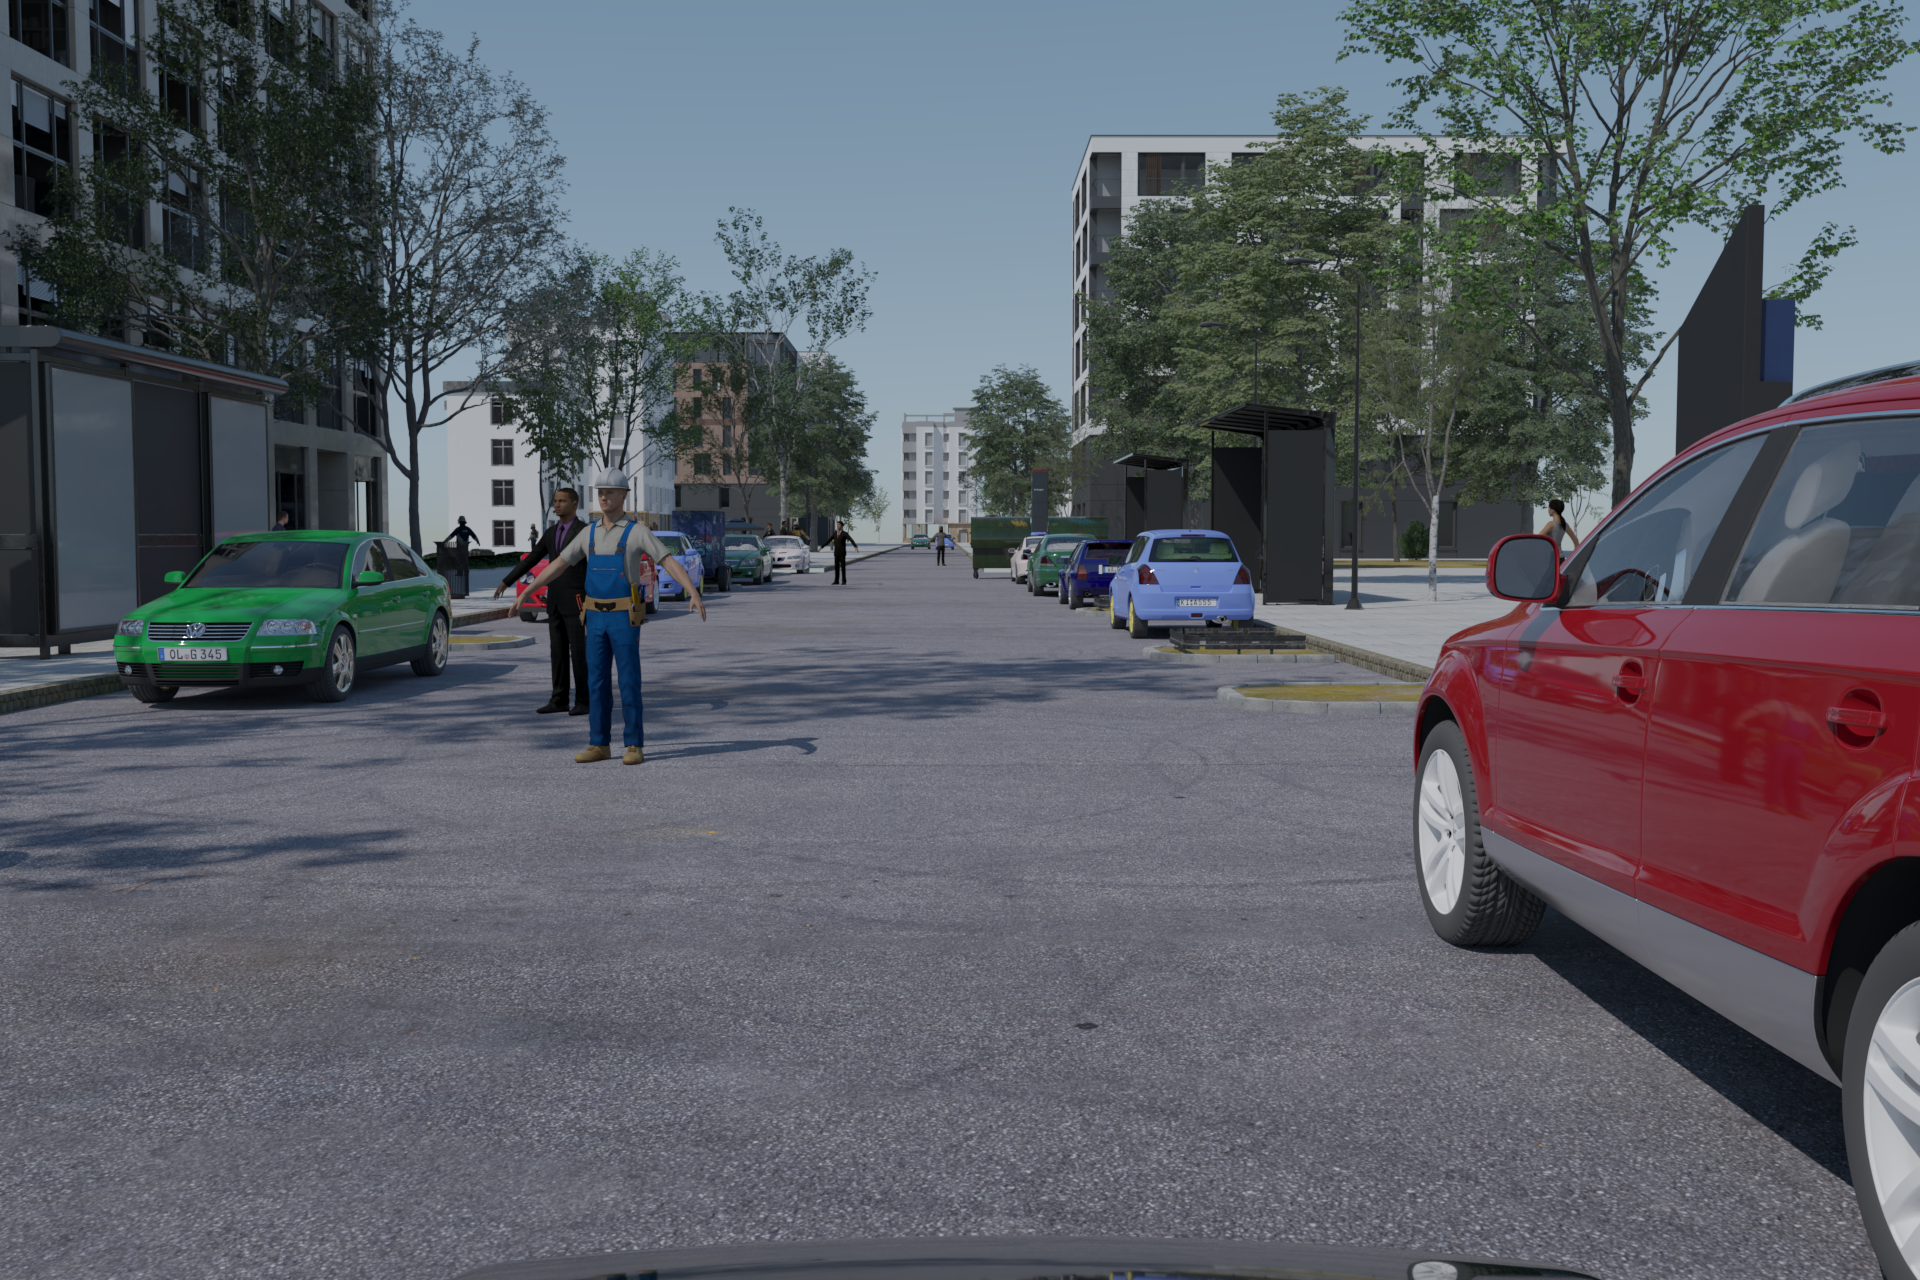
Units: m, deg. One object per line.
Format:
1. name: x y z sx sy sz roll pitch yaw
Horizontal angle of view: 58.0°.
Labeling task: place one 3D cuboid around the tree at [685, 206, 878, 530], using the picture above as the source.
1. tree: -11.981 -15.104 102.837 12.611 20.169 13.585 0 3 0

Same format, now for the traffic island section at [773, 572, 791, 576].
1. traffic island section: -6.914 -2.291 60.317 1.991 0.108 1.994 0 3 0

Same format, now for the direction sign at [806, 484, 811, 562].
1. direction sign: -6.933 -5.300 78.647 0.379 3.537 0.876 0 3 0

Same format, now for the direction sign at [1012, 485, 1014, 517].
1. direction sign: 2.483 -5.453 81.151 0.379 3.537 0.876 0 4 -2

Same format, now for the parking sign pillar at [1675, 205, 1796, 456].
1. parking sign pillar: 6.635 -1.618 14.919 1.447 3.967 1.447 0 4 0

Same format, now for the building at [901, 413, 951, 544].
1. building: -8.465 -24.598 261.058 11.380 20.090 16.016 0 4 -8

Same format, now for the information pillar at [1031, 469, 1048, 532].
1. information pillar: 3.191 -4.891 69.353 0.750 3.857 0.750 0 4 -1

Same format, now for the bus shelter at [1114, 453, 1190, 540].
1. bus shelter: 5.864 -3.794 53.319 1.731 3.624 6.357 0 3 0

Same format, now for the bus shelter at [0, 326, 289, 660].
1. bus shelter: -10.095 -2.526 18.929 2.179 5.291 8.768 0 4 0

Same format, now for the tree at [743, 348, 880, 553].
1. tree: -10.178 -13.063 120.242 9.857 13.997 8.962 0 3 0

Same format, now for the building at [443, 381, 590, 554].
1. building: -27.797 -10.209 109.068 9.099 9.664 28.070 0 4 -1

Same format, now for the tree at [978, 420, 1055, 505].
1. tree: 5.181 -14.057 155.593 9.928 11.665 9.643 0 3 0

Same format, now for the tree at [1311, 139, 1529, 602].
1. tree: 9.008 -5.025 32.518 4.360 8.622 3.978 0 3 0

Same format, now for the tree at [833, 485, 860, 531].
1. tree: -11.086 -12.979 162.573 4.737 8.622 4.395 0 3 0

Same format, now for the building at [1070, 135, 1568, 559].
1. building: 20.551 -15.986 105.343 27.936 21.610 32.646 0 4 0

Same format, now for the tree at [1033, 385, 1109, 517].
1. tree: 5.317 -8.276 85.677 4.360 8.622 3.978 0 3 0

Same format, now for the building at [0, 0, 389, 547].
1. building: -30.637 -14.896 46.752 19.351 26.588 34.151 0 4 -1

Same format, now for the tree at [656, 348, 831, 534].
1. tree: -10.595 -9.298 86.434 8.767 10.594 7.601 -2 4 -26

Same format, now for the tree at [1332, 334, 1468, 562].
1. tree: 19.526 -8.811 78.470 7.601 10.594 8.767 1 4 16

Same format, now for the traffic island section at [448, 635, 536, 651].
1. traffic island section: -6.548 0.043 22.170 1.991 0.108 1.994 0 4 0

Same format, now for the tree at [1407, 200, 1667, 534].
1. tree: 21.652 -9.753 66.115 9.857 13.997 8.962 0 3 0

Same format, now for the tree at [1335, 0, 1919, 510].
1. tree: 8.812 -5.952 23.064 9.928 11.665 9.643 0 3 0

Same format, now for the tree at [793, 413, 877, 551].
1. tree: -10.197 -12.224 134.281 8.767 10.594 7.601 3 4 37

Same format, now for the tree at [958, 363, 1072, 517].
1. tree: 4.743 -13.569 128.511 9.857 13.997 8.962 0 3 0

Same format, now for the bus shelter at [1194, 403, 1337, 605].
1. bus shelter: 5.923 -2.623 34.163 1.731 3.624 6.357 0 4 -1

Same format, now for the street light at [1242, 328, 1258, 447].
1. street light: 7.026 -4.007 38.050 1.470 5.913 1.316 0 4 0

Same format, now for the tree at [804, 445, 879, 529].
1. tree: -10.674 -13.447 154.267 7.601 10.594 8.767 3 5 42

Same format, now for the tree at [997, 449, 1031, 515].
1. tree: 4.802 -11.714 141.878 4.360 8.622 3.978 0 3 0

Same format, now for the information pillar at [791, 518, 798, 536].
1. information pillar: -7.378 -4.445 77.171 0.304 2.012 0.304 0 4 1

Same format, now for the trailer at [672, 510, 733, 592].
1. trailer: -6.485 -2.174 42.592 1.471 1.999 3.904 0 4 -1

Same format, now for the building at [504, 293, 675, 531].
1. building: -29.472 -17.132 136.523 16.016 20.090 11.380 0 4 -1

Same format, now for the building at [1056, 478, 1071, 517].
1. building: 18.266 -17.713 231.759 9.099 9.664 28.070 0 4 -1

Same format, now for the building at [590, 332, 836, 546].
1. building: -28.645 -21.246 191.344 27.936 21.610 32.646 0 4 -1

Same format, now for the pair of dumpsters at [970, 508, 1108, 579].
1. pair of dumpsters: 2.528 -3.099 55.626 4.436 2.255 1.574 0 3 0

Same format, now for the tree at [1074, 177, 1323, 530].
1. tree: 8.584 -9.517 62.262 9.857 13.997 8.962 0 3 0

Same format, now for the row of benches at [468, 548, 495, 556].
1. row of benches: -20.567 -3.603 74.369 1.422 0.672 4.104 -1 4 -22

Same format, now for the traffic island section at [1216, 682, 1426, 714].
1. traffic island section: 3.235 0.494 14.783 1.991 0.108 1.994 0 4 0

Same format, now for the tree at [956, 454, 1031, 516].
1. tree: 4.109 -14.412 170.048 8.767 10.594 7.601 -1 4 -23

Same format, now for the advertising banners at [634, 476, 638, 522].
1. advertising banners: -9.834 -3.405 51.866 0.090 3.025 2.074 0 4 0

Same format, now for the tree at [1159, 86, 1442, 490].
1. tree: 8.704 -7.725 44.423 7.486 12.596 7.792 0 3 0

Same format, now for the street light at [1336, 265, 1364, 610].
1. street light: 7.249 -3.470 29.283 1.470 5.913 1.316 0 4 -1

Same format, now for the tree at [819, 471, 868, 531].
1. tree: -10.097 -11.944 145.654 4.737 8.622 4.395 0 3 0
